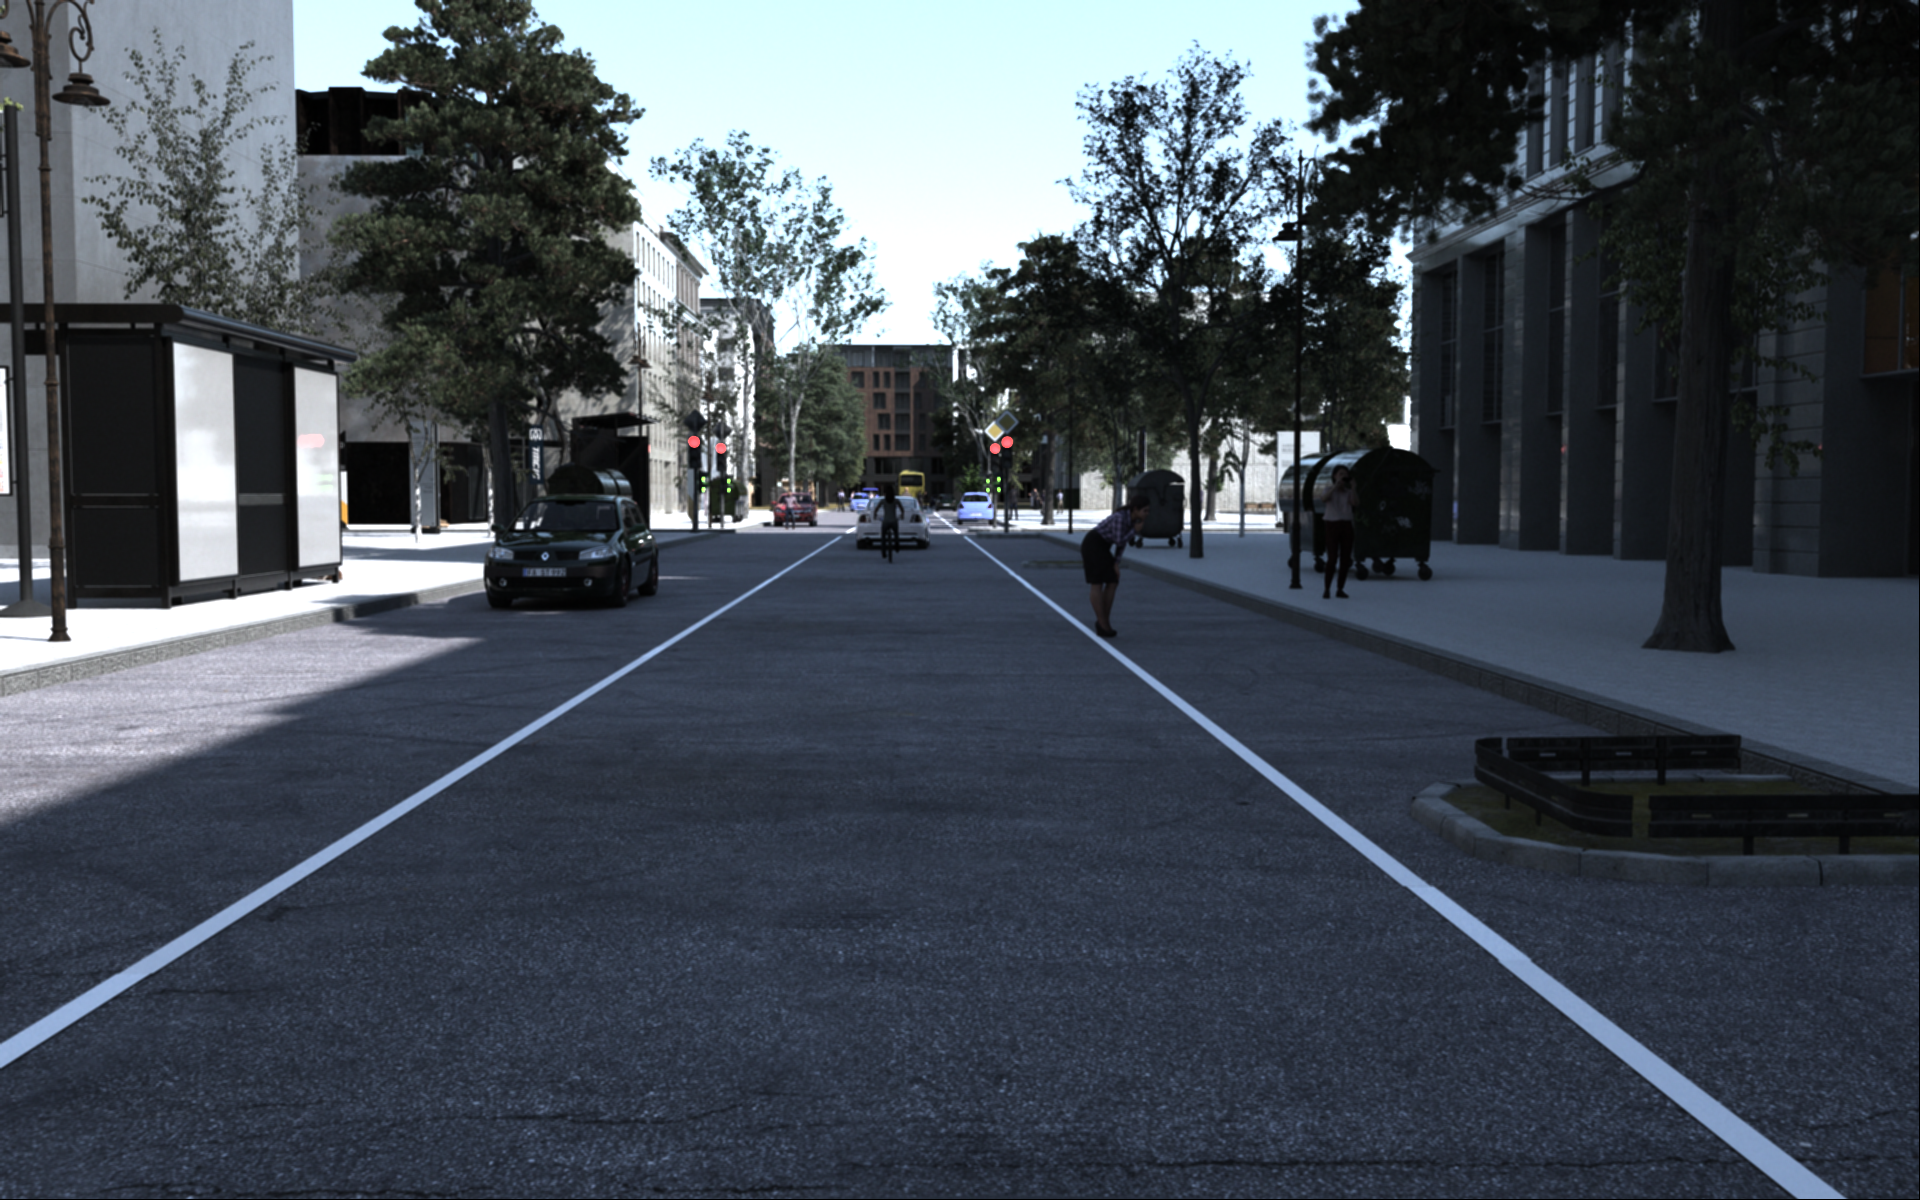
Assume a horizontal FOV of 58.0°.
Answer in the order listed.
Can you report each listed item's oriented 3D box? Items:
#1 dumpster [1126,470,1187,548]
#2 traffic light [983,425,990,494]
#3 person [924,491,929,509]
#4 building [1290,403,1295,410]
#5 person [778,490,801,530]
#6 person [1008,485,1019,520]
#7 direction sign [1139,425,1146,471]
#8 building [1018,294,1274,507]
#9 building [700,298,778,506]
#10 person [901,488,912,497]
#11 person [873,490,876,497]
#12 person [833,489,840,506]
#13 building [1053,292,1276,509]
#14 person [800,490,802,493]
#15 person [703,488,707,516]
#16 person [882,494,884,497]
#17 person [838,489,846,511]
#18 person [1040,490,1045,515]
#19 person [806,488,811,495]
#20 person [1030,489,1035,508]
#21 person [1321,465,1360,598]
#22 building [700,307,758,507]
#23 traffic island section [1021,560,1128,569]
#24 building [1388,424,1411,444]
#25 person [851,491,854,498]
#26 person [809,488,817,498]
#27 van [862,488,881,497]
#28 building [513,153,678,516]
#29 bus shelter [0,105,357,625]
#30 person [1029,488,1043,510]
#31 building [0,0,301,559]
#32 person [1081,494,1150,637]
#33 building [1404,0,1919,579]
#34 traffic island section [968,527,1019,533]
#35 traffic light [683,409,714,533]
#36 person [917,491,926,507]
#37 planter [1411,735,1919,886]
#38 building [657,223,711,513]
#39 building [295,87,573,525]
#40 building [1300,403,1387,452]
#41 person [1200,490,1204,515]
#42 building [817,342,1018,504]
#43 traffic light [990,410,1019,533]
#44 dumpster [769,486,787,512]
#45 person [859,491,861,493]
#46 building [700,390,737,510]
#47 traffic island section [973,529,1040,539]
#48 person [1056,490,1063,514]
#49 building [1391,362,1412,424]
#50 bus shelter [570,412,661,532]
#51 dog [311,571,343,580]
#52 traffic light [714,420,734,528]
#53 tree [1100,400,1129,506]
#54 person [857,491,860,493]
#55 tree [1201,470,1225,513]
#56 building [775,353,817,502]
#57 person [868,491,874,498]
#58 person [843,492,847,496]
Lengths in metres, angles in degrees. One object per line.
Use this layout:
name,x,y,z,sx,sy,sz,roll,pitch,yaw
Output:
dumpster,4.734,-2.197,41.680,1.264,1.857,1.865,0,4,-1
traffic light,1.285,-4.632,64.985,0.839,4.213,0.868,0,4,-2
person,-3.214,-9.691,167.462,0.721,1.766,1.217,1,4,14
building,29.220,-22.871,240.402,31.486,18.905,16.747,0,4,-2
person,-6.849,-3.616,69.577,0.963,1.587,0.435,0,4,-5
person,2.610,-4.830,85.835,0.655,1.722,0.431,-1,4,-19
direction sign,6.035,-3.999,57.377,0.379,3.537,0.876,0,4,-5
building,21.693,-21.298,192.203,27.936,21.610,32.646,0,4,-2
building,-37.605,-21.411,194.046,32.646,21.610,27.936,0,4,-2
person,-2.773,-4.849,88.333,0.990,1.755,0.434,-1,4,-15
person,-8.345,-9.756,168.104,0.705,1.812,1.348,0,4,3
person,-13.384,-11.311,190.613,1.348,1.869,0.705,-1,4,-15
building,17.968,-17.963,160.160,16.747,18.905,31.486,0,4,-2
person,-18.084,-11.673,197.562,0.551,1.740,0.621,2,4,33
person,-14.479,-5.675,99.496,0.551,1.740,0.621,-1,4,-9
person,-8.684,-11.343,197.210,0.557,1.426,1.065,3,4,38
person,-9.755,-8.214,142.667,0.709,1.838,0.599,-1,4,-18
person,5.165,-6.027,106.786,0.569,1.553,0.471,-1,4,-15
person,-11.278,-7.464,128.993,0.530,1.710,0.541,3,5,41
person,6.727,-9.344,159.481,0.551,1.740,0.621,1,4,13
person,4.699,-0.847,21.357,0.517,1.644,0.566,3,4,36
building,-28.527,-19.376,173.219,16.016,20.091,11.380,0,4,-2
traffic island section,2.221,-0.697,34.260,1.991,0.108,1.994,0,4,-2
building,58.890,-16.130,205.870,28.070,9.664,9.099,0,4,-2
person,-10.781,-10.105,174.656,0.436,1.711,0.756,1,4,15
person,-13.489,-9.145,155.582,1.348,1.822,0.705,-1,4,-10
van,-9.546,-11.017,184.512,2.240,2.365,5.245,0,4,-3
building,-23.149,-15.164,102.685,10.420,20.320,16.860,0,4,-2
bus shelter,-9.640,-2.625,20.549,2.179,5.291,8.768,0,4,-2
person,5.823,-7.929,136.219,0.750,1.759,0.617,-2,4,-35
building,-32.339,-13.510,39.948,30.058,24.678,14.314,0,4,-2
person,1.561,-0.343,17.348,0.697,1.427,0.421,1,4,22
building,18.336,-15.628,33.014,11.434,29.767,29.804,0,4,-2
traffic island section,1.326,-2.619,65.099,2.009,0.180,2.903,0,4,-2
traffic light,-8.639,-4.125,56.693,0.839,4.213,0.868,0,4,-2
person,-3.125,-8.103,141.782,0.742,1.727,0.445,0,4,-2
planter,3.004,0.845,7.321,1.991,0.319,1.994,0,4,-2
building,-24.528,-17.477,121.907,11.583,22.565,21.152,0,4,-2
building,-26.726,-13.014,80.231,16.820,18.784,16.811,0,4,-2
building,51.810,-23.553,241.515,11.380,20.091,16.016,0,4,-2
person,14.821,-6.207,107.973,0.683,1.767,0.568,-3,4,-39
building,-3.500,-24.643,246.879,32.646,21.610,27.936,0,4,-2
traffic light,1.518,-4.144,57.003,0.839,4.213,0.868,0,4,-2
dumpster,-13.232,-7.354,125.996,1.264,1.857,1.865,0,4,-2
person,-10.955,-10.966,188.482,0.721,1.739,1.217,0,4,4
building,-24.355,-12.955,153.963,9.099,9.664,28.070,0,4,-2
traffic island section,1.558,-2.131,57.117,2.009,0.180,2.903,0,4,-2
person,6.468,-6.385,112.506,0.516,1.574,0.319,-2,4,-31
building,63.274,-23.565,241.706,11.380,20.091,16.016,0,4,-2
bus shelter,-10.393,-3.752,52.622,1.731,3.624,6.357,0,4,-2
dog,-9.484,-0.496,25.847,0.550,0.427,0.748,0,4,-6
traffic light,-8.871,-4.613,64.675,0.839,4.213,0.868,0,4,-2
tree,10.106,-9.711,109.137,4.737,8.622,4.395,0,3,0
person,-9.880,-9.849,170.326,0.445,1.727,0.742,-1,4,-22
tree,17.371,-7.633,119.395,1.663,3.219,1.824,0,3,0
building,-25.580,-23.392,238.879,11.380,20.091,16.016,0,4,-2
person,-8.156,-9.118,158.252,0.551,1.740,0.621,-1,4,-19
person,-14.674,-12.845,216.154,1.348,1.812,0.705,-1,4,-16
